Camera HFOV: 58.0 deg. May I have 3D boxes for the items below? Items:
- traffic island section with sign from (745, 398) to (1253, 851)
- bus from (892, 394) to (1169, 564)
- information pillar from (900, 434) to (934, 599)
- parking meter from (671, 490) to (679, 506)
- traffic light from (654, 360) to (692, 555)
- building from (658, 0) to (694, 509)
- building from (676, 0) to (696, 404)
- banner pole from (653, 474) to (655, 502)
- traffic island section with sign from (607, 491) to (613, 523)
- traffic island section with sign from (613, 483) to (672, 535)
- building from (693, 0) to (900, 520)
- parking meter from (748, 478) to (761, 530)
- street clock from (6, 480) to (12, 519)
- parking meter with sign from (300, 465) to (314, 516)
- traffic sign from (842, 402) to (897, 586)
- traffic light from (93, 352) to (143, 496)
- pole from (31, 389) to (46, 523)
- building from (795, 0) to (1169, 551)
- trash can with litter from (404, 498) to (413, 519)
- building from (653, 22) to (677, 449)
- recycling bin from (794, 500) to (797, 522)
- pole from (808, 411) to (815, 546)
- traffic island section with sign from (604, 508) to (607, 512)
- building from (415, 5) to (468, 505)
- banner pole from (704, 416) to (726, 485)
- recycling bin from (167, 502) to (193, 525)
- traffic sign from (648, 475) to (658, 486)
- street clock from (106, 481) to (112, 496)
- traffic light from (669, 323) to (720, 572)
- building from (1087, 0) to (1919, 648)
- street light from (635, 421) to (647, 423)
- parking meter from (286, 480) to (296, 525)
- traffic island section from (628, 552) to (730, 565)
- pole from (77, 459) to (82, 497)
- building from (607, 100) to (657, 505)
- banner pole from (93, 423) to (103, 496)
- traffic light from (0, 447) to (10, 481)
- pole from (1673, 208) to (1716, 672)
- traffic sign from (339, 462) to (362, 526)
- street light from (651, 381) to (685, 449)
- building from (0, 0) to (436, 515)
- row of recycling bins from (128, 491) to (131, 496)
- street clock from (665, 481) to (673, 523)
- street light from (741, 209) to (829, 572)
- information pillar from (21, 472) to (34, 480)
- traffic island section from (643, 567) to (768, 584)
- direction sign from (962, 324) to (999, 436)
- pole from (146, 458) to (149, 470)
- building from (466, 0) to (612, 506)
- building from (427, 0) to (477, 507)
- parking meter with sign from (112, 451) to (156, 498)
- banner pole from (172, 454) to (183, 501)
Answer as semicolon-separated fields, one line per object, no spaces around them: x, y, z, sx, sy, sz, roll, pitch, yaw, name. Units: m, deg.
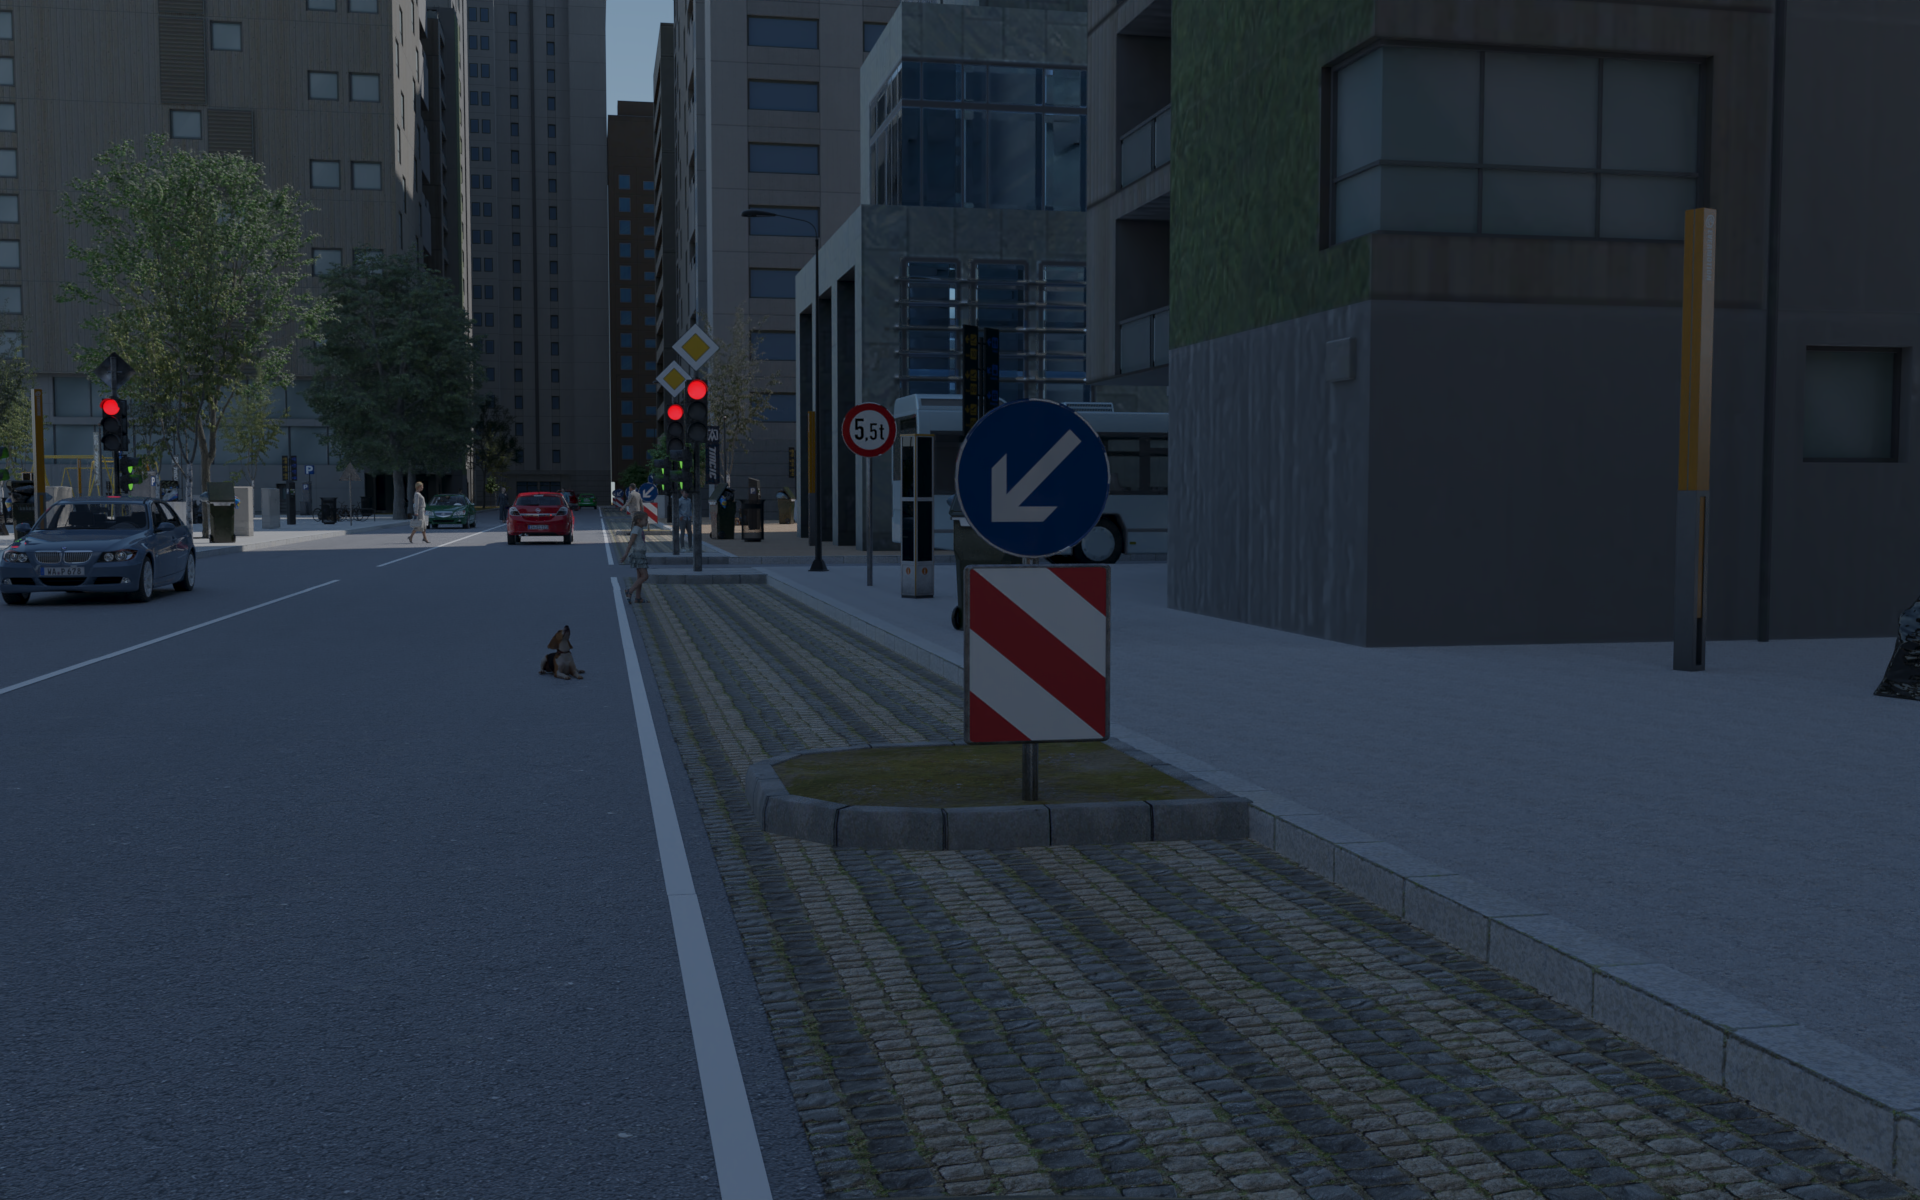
0.048;0.044;7.901;1.989;1.847;2.006;-1;4;-12;traffic island section with sign
5.391;-2.406;34.198;13.247;3.499;2.948;-1;4;-13;bus
-0.525;-1.030;21.336;0.304;2.012;0.304;-3;5;-40;information pillar
-13.686;-4.570;83.137;0.372;1.533;0.369;0;3;0;parking meter
-6.012;-2.906;36.436;0.839;4.253;0.868;-1;4;-12;traffic light
-16.639;-43.707;152.857;20.563;71.187;20.611;-1;4;-12;building
-7.156;-33.107;130.538;28.713;52.752;27.495;-1;4;-12;building
-17.486;-6.663;98.960;0.401;3.779;0.863;0;4;-5;banner pole
-16.656;-4.818;87.407;1.989;1.847;2.006;-1;4;-12;traffic island section with sign
-11.051;-3.187;60.729;1.989;1.847;2.006;-1;4;-12;traffic island section with sign
-4.528;-34.018;98.193;21.231;58.520;28.212;-1;4;-12;building
-7.363;-3.448;62.080;0.399;1.863;0.255;1;4;17;parking meter
-49.455;-5.245;90.318;0.471;2.002;0.358;2;4;23;street clock
-39.318;-6.602;104.207;0.543;3.016;1.738;0;4;-7;parking meter with sign
-1.259;-1.469;24.124;0.768;2.556;0.104;0;4;-2;traffic sign
-16.639;-2.769;34.196;0.839;4.253;0.868;-1;4;-12;traffic light
-17.917;-2.438;33.703;0.158;3.312;0.155;0;3;0;pole
10.690;-45.116;50.325;31.000;86.520;22.319;-1;4;-12;building
-28.350;-4.704;88.295;0.624;1.170;1.055;1;4;8;trash can with litter
-19.552;-33.688;174.498;21.300;48.544;21.600;-1;4;-12;building
-7.208;-4.039;78.597;0.722;1.027;0.722;-3;5;-43;recycling bin
-3.655;-2.991;42.752;0.158;3.312;0.155;0;3;0;pole
-26.883;-7.800;136.150;1.989;1.847;2.006;-1;4;-12;traffic island section with sign
-47.957;-27.920;140.092;14.154;41.232;14.086;-1;4;-12;building
-7.813;-4.026;55.846;0.863;3.779;0.401;0;4;-1;banner pole
-25.339;-2.657;55.999;0.722;1.027;0.722;2;4;33;recycling bin
-18.407;-6.377;104.375;0.768;2.556;0.104;0;4;-3;traffic sign
-47.972;-5.691;97.617;0.358;2.002;0.471;-2;4;-27;street clock
-4.371;-2.428;28.620;0.839;4.253;0.868;-1;4;-12;traffic light
8.851;-20.656;21.324;14.154;41.232;14.086;-1;4;-12;building
-19.925;-8.405;109.964;1.470;5.913;1.316;-1;4;-12;street light
-27.989;-4.083;72.465;0.255;1.863;0.399;-3;5;-44;parking meter
-5.971;-0.873;36.558;2.009;0.180;2.903;-1;4;-12;traffic island section
-50.977;-6.510;100.288;0.158;3.312;0.155;0;3;0;pole
-33.540;-33.728;201.558;14.200;45.320;14.600;-1;4;-12;building
-30.308;-4.338;60.951;0.863;3.779;0.401;3;5;44;banner pole
-14.999;-2.291;26.381;0.839;4.253;0.868;-1;4;-12;traffic light
5.306;-1.141;12.506;0.158;3.312;0.155;0;3;0;pole
-24.604;-4.276;69.917;0.884;2.594;0.081;0;4;-7;traffic sign
-11.869;-6.030;71.139;1.470;5.913;1.316;-1;4;-12;street light
-50.964;-32.314;117.577;28.713;52.752;27.495;-1;4;-12;building
-40.716;-4.847;86.358;1.069;1.692;3.534;-1;4;-17;row of recycling bins
-12.956;-4.443;77.217;0.358;2.002;0.471;-2;4;-31;street clock
-2.883;-3.424;28.528;1.470;5.913;1.316;-1;4;-12;street light
-31.097;-3.262;57.825;0.304;2.012;0.304;-1;4;-14;information pillar
-4.330;-0.395;28.743;2.009;0.180;2.903;-1;4;-12;traffic island section
0.285;-1.929;23.536;0.379;3.537;0.876;2;4;33;direction sign
-43.905;-6.109;93.725;0.158;3.312;0.155;0;3;0;pole
-55.080;-40.279;200.554;28.212;58.520;21.231;-1;4;-12;building
-58.392;-44.528;166.289;20.611;71.187;20.563;-1;4;-12;building
-27.317;-3.772;57.931;1.738;3.016;0.543;0;4;-2;parking meter with sign
-43.644;-6.526;96.711;0.863;3.779;0.401;1;4;13;banner pole
